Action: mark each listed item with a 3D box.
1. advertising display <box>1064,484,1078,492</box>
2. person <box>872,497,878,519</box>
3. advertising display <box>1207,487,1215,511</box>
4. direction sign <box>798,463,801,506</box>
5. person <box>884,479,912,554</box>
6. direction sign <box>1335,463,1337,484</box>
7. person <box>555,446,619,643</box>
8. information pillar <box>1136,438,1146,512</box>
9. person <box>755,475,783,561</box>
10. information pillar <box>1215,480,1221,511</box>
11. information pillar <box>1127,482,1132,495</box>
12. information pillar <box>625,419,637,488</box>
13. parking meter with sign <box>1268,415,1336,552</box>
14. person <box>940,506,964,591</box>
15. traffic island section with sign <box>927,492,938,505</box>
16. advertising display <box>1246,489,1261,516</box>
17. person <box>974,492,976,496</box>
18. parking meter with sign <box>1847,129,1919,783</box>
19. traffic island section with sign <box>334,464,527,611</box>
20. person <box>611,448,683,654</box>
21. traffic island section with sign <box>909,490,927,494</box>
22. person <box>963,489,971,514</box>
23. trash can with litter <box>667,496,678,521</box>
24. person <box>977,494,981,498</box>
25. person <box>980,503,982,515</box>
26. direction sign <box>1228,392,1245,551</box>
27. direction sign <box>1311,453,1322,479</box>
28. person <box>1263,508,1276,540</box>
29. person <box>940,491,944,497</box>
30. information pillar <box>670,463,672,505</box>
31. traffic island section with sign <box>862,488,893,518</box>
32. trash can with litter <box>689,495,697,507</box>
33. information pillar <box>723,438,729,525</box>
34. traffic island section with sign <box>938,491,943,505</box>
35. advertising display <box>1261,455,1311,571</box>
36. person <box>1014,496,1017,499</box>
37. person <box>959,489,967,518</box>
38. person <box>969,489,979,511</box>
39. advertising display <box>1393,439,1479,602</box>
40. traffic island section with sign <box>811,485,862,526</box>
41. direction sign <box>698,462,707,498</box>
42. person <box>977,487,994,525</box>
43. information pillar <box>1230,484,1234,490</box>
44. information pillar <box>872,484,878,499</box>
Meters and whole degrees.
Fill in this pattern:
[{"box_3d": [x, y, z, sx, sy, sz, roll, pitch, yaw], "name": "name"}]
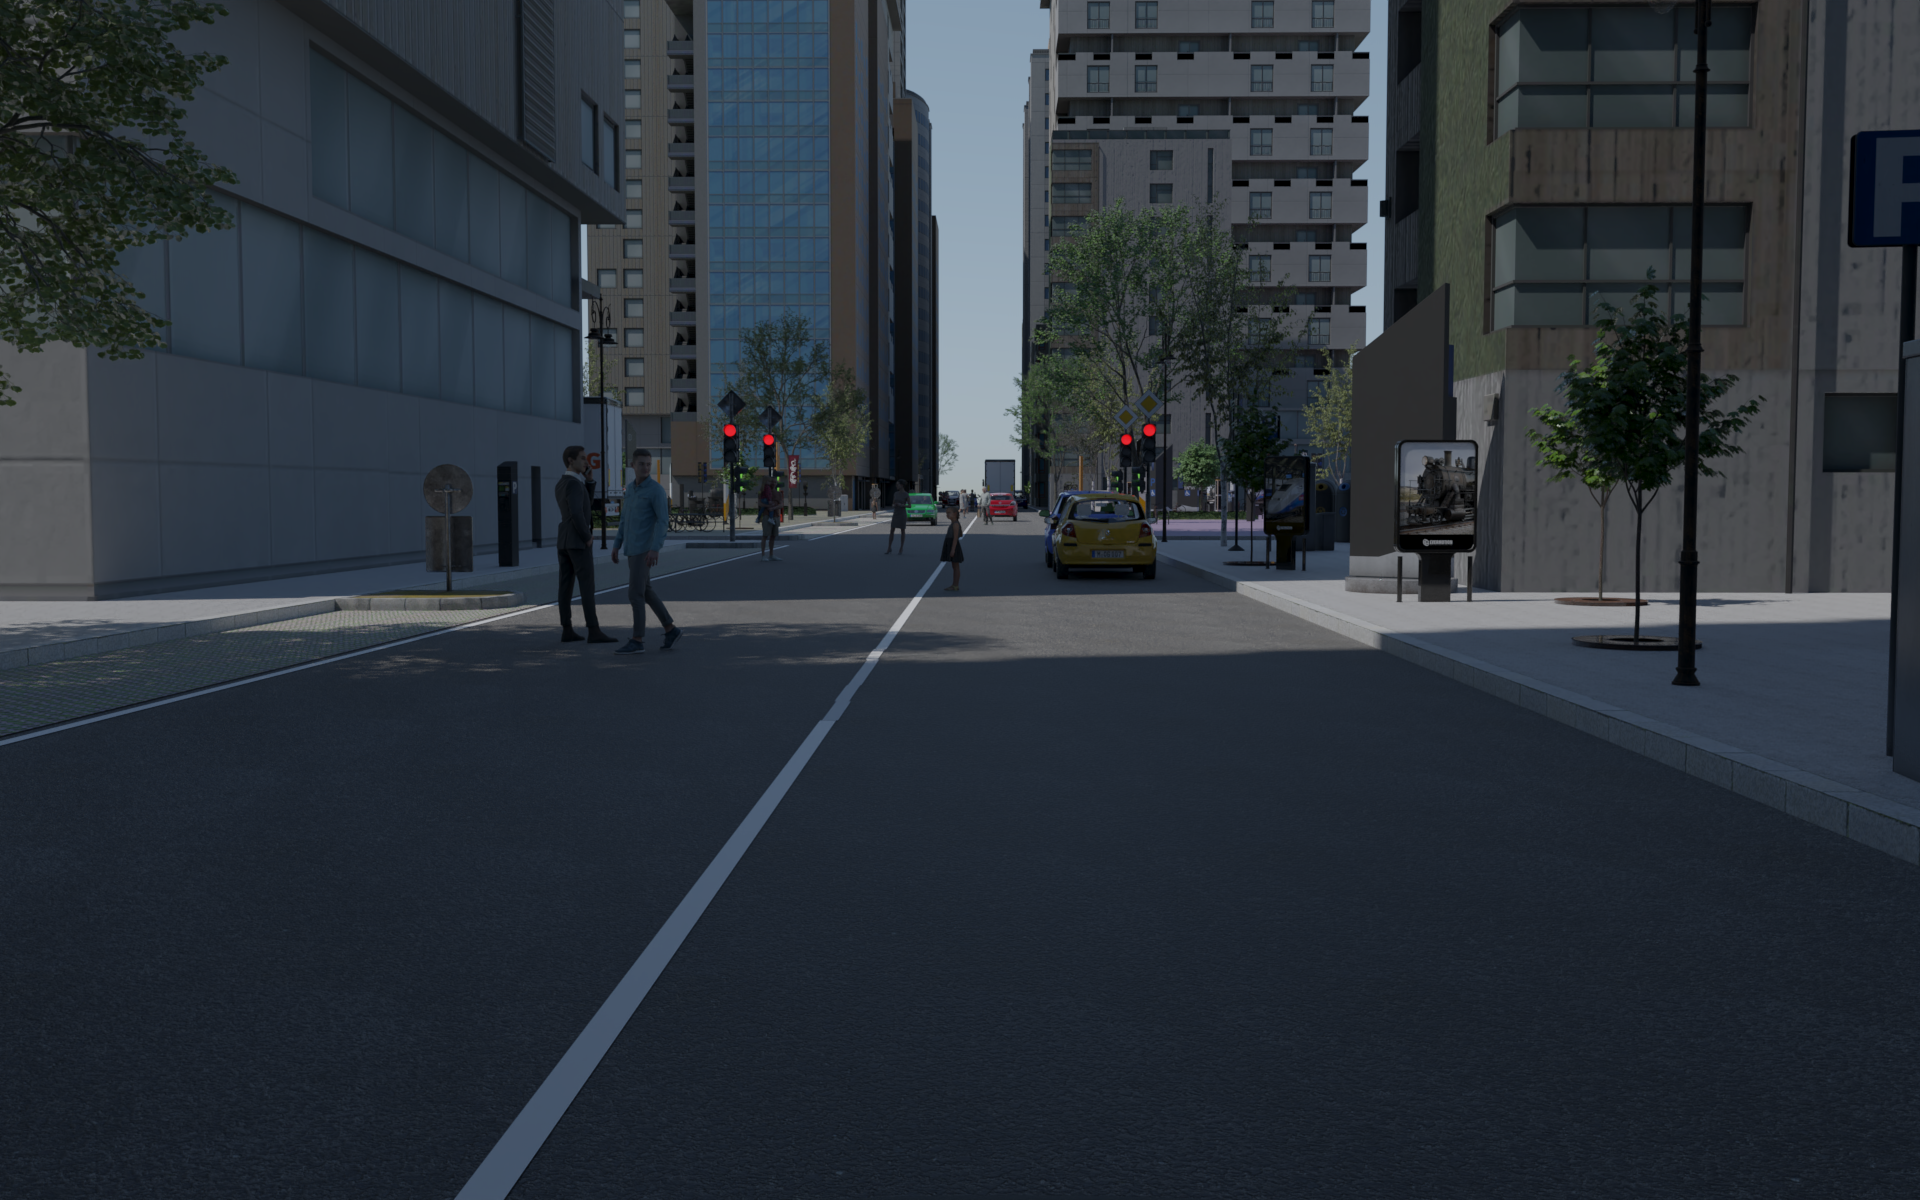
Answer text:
[{"box_3d": [7.448, -6.809, 116.545, 0.974, 1.923, 0.123, -1, 4, -14], "name": "advertising display"}, {"box_3d": [-4.797, -5.153, 97.427, 0.362, 1.253, 0.373, 3, 4, 38], "name": "person"}, {"box_3d": [16.894, -6.785, 116.151, 0.123, 1.923, 0.974, -2, 4, -31], "name": "advertising display"}, {"box_3d": [-11.717, -8.209, 126.213, 0.379, 3.537, 0.876, -1, 4, -19], "name": "direction sign"}, {"box_3d": [-1.474, -1.977, 41.169, 0.599, 1.781, 0.374, 2, 4, 29], "name": "person"}, {"box_3d": [27.619, -8.275, 127.294, 0.379, 3.537, 0.876, 1, 4, 16], "name": "direction sign"}, {"box_3d": [-3.668, -0.548, 16.822, 0.474, 1.900, 0.648, -3, 4, -37], "name": "person"}, {"box_3d": [6.788, -4.459, 64.256, 0.504, 3.616, 0.183, 0, 4, 3], "name": "information pillar"}, {"box_3d": [-4.086, -1.748, 37.048, 0.573, 1.828, 0.580, 0, 4, 7], "name": "person"}, {"box_3d": [13.367, -5.187, 89.302, 0.304, 2.012, 0.304, -1, 4, -12], "name": "information pillar"}, {"box_3d": [10.428, -6.234, 106.414, 0.304, 2.012, 0.304, 1, 4, 17], "name": "information pillar"}, {"box_3d": [-10.352, -3.861, 54.478, 0.183, 3.616, 0.504, 2, 4, 27], "name": "information pillar"}, {"box_3d": [7.637, -2.609, 38.911, 1.738, 3.016, 0.543, -2, 4, -28], "name": "parking meter with sign"}, {"box_3d": [-0.123, -0.760, 25.593, 0.373, 1.253, 0.362, -1, 4, -10], "name": "person"}, {"box_3d": [-3.623, -10.530, 180.786, 1.989, 1.847, 2.006, 0, 4, 1], "name": "traffic island section with sign"}, {"box_3d": [15.116, -5.106, 88.700, 0.974, 1.923, 0.123, -1, 4, -17], "name": "advertising display"}, {"box_3d": [2.290, -15.405, 261.294, 0.530, 1.710, 0.541, 3, 5, 43], "name": "person"}, {"box_3d": [4.441, -0.692, 7.579, 0.543, 3.016, 1.738, 1, 4, 9], "name": "parking meter with sign"}, {"box_3d": [-6.642, -0.822, 22.061, 1.989, 1.847, 2.006, 0, 4, 1], "name": "traffic island section with sign"}, {"box_3d": [-2.802, -0.446, 15.648, 0.748, 1.841, 0.638, -2, 4, -33], "name": "person"}, {"box_3d": [-4.158, -8.831, 153.014, 1.989, 1.847, 2.006, 0, 4, 1], "name": "traffic island section with sign"}, {"box_3d": [0.508, -7.088, 124.745, 0.716, 1.782, 0.532, 2, 4, 33], "name": "person"}, {"box_3d": [-13.670, -4.246, 80.481, 1.678, 1.210, 2.233, 0, 4, -7], "name": "trash can with litter"}, {"box_3d": [2.845, -14.547, 249.529, 0.799, 1.438, 0.628, -2, 4, -30], "name": "person"}, {"box_3d": [1.565, -6.573, 120.247, 0.640, 1.303, 0.475, 2, 4, 28], "name": "person"}, {"box_3d": [6.249, -2.879, 39.067, 0.379, 3.537, 0.876, 1, 4, 21], "name": "direction sign"}, {"box_3d": [19.746, -6.360, 95.983, 0.876, 3.537, 0.379, -3, 4, -38], "name": "direction sign"}, {"box_3d": [9.209, -2.559, 50.529, 0.709, 1.800, 0.728, 1, 4, 19], "name": "person"}, {"box_3d": [-2.156, -13.367, 227.028, 1.348, 1.826, 0.705, -3, 5, -41], "name": "person"}, {"box_3d": [-21.613, -8.451, 129.532, 0.183, 3.616, 0.504, -1, 4, -19], "name": "information pillar"}, {"box_3d": [-5.069, -5.871, 104.623, 1.989, 1.847, 2.006, 0, 4, 1], "name": "traffic island section with sign"}, {"box_3d": [-17.838, -6.570, 118.477, 2.233, 1.210, 1.678, -1, 4, -12], "name": "trash can with litter"}, {"box_3d": [-9.843, -4.985, 72.860, 0.183, 3.616, 0.504, 0, 4, 8], "name": "information pillar"}, {"box_3d": [-2.569, -13.934, 236.445, 1.989, 1.847, 2.006, 0, 4, 1], "name": "traffic island section with sign"}, {"box_3d": [5.519, -1.472, 29.284, 0.123, 1.923, 0.974, -2, 4, -35], "name": "advertising display"}, {"box_3d": [4.485, -8.834, 153.645, 1.217, 1.736, 0.721, 1, 4, 15], "name": "person"}, {"box_3d": [0.109, -5.699, 102.421, 0.466, 1.731, 0.760, 3, 5, 41], "name": "person"}, {"box_3d": [1.041, -8.252, 143.419, 1.348, 1.824, 0.705, 3, 5, 44], "name": "person"}, {"box_3d": [5.636, -0.937, 20.530, 0.974, 1.923, 0.123, 0, 4, -4], "name": "advertising display"}, {"box_3d": [-5.590, -4.219, 77.612, 1.989, 1.847, 2.006, 0, 4, 1], "name": "traffic island section with sign"}, {"box_3d": [-18.298, -8.016, 123.059, 0.379, 3.537, 0.876, 3, 4, 36], "name": "direction sign"}, {"box_3d": [1.136, -4.350, 80.108, 0.782, 1.767, 0.515, 3, 4, 37], "name": "person"}, {"box_3d": [16.159, -6.815, 102.782, 0.183, 3.616, 0.504, -1, 4, -12], "name": "information pillar"}, {"box_3d": [-6.283, -7.550, 127.928, 0.304, 2.012, 0.304, -2, 4, -32], "name": "information pillar"}]
